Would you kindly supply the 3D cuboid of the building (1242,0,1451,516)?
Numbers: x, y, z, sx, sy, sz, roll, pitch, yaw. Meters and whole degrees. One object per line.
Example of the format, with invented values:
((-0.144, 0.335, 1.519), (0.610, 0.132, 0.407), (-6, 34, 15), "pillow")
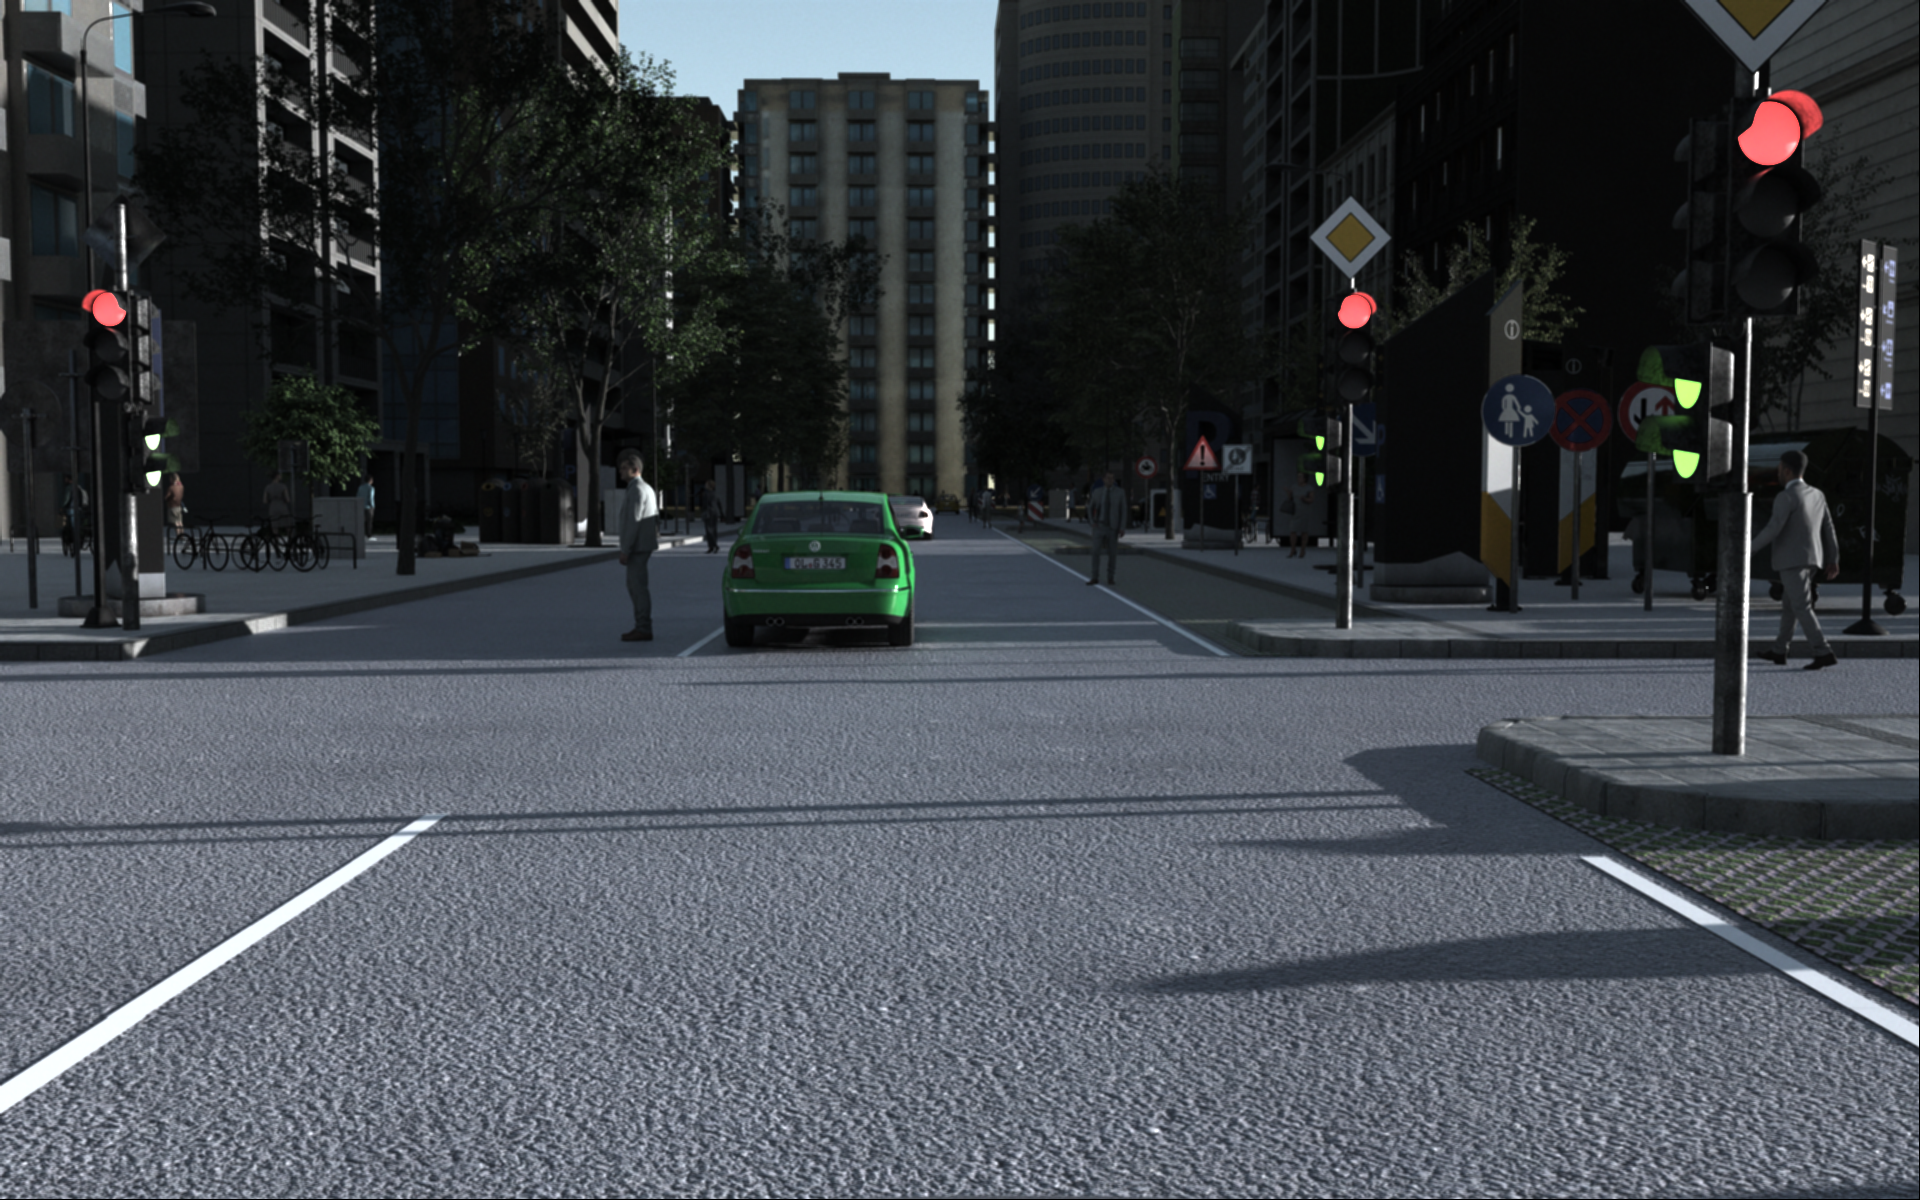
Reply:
((28.371, -40.745, 104.427), (20.563, 71.187, 20.611), (0, 4, -1), "building")

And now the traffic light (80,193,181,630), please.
((-7.808, -1.671, 16.237), (0.839, 4.253, 0.868), (0, 4, -1), "traffic light")

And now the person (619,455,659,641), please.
((-3.150, -0.510, 16.942), (0.391, 1.810, 0.635), (0, 4, -6), "person")

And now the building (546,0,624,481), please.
((-35.237, -30.100, 115.836), (21.300, 48.544, 21.600), (0, 4, -1), "building")

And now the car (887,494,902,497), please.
((-6.101, -9.318, 161.152), (1.959, 1.807, 4.718), (0, 4, 1), "car")

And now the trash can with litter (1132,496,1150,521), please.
((8.776, -4.412, 83.527), (1.055, 1.170, 0.624), (-3, 4, -37), "trash can with litter")

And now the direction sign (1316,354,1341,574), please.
((6.120, -2.191, 27.814), (0.876, 3.537, 0.379), (3, 4, 38), "direction sign")

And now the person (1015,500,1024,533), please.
((2.154, -3.020, 62.900), (0.382, 1.210, 0.505), (0, 4, -4), "person")

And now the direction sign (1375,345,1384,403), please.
((6.754, -2.107, 26.451), (0.876, 3.537, 0.379), (0, 4, -4), "direction sign")

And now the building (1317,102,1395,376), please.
((23.889, -14.303, 83.012), (9.793, 20.994, 18.267), (0, 4, -1), "building")

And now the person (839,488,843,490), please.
((-5.400, -4.281, 79.249), (0.760, 1.731, 0.466), (-2, 4, -25), "person")

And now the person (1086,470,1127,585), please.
((2.314, -1.147, 27.350), (0.635, 1.810, 0.391), (0, 4, 5), "person")

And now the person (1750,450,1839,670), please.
((6.918, -0.339, 14.323), (0.678, 1.792, 0.850), (-2, 4, -28), "person")

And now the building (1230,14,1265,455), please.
((34.099, -26.658, 127.732), (32.217, 40.220, 23.993), (0, 4, -1), "building")

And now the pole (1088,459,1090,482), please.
((6.762, -5.893, 90.195), (0.158, 3.312, 0.155), (0, 3, 0), "pole")

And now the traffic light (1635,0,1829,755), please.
((3.787, -1.195, 8.463), (0.839, 4.253, 0.868), (0, 4, -1), "traffic light")

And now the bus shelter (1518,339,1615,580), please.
((8.948, -2.309, 29.040), (1.731, 3.624, 6.357), (0, 4, -1), "bus shelter")

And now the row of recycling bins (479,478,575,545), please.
((-11.302, -2.327, 45.163), (3.534, 1.692, 1.069), (3, 5, 40), "row of recycling bins")

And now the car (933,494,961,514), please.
((-0.918, -6.907, 123.150), (2.015, 1.641, 3.980), (0, 4, -1), "car")

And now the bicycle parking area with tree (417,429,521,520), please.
((-20.856, -5.642, 79.245), (9.016, 4.147, 8.231), (1, 4, 15), "bicycle parking area with tree")

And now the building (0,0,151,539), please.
((-36.866, -25.965, 44.144), (23.786, 49.044, 30.456), (0, 4, -1), "building")

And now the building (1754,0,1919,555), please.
((31.294, -15.250, 36.732), (23.554, 28.519, 14.401), (0, 4, -1), "building")

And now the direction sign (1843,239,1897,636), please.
((8.308, -1.454, 15.778), (0.876, 3.537, 0.379), (-3, 5, -43), "direction sign")

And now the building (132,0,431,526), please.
((-35.743, -39.065, 76.963), (20.563, 71.187, 20.611), (0, 4, -1), "building")

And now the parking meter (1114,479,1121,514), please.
((6.162, -3.858, 68.791), (0.255, 1.863, 0.399), (-3, 5, -44), "parking meter")

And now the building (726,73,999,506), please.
((-10.973, -35.482, 199.741), (30.456, 49.044, 23.786), (0, 4, -1), "building")

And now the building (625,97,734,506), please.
((-33.339, -33.350, 195.391), (14.200, 45.320, 14.600), (0, 4, -1), "building")

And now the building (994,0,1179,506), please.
((18.374, -40.180, 198.945), (28.212, 58.520, 21.231), (0, 4, -1), "building")

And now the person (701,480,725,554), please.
((-5.968, -2.016, 41.876), (0.534, 1.772, 0.576), (1, 4, 17), "person")

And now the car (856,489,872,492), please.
((-7.753, -8.122, 141.459), (2.281, 1.827, 5.304), (0, 4, -2), "car")

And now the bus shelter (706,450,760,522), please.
((-10.627, -5.366, 81.658), (2.014, 3.302, 5.546), (0, 4, -1), "bus shelter")

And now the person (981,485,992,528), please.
((1.139, -3.897, 72.441), (0.478, 1.798, 0.641), (-1, 4, -17), "person")

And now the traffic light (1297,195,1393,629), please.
((3.651, -1.684, 16.447), (0.839, 4.253, 0.868), (0, 4, -1), "traffic light")

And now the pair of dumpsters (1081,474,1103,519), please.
((7.018, -5.116, 86.143), (1.574, 2.255, 4.437), (0, 4, -1), "pair of dumpsters")

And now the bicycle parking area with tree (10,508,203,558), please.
((-20.057, -2.924, 34.812), (8.231, 4.147, 9.016), (-2, 4, -31), "bicycle parking area with tree")

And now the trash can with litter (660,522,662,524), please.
((-13.375, -3.900, 74.815), (1.678, 1.210, 2.233), (0, 4, 8), "trash can with litter")

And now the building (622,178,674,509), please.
((-31.704, -22.889, 145.935), (14.107, 30.474, 14.160), (0, 4, -1), "building")

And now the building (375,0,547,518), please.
((-31.788, -27.397, 98.054), (14.600, 45.320, 14.200), (0, 4, -1), "building")

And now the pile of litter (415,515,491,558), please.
((-10.383, -1.315, 35.466), (1.719, 0.858, 1.176), (-3, 4, -36), "pile of litter")

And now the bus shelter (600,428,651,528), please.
((-12.785, -4.463, 64.246), (1.731, 3.624, 6.357), (0, 4, -1), "bus shelter")

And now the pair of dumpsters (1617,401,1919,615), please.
((9.322, -1.088, 20.277), (1.574, 2.255, 4.437), (0, 4, -1), "pair of dumpsters")

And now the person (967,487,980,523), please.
((0.725, -4.804, 87.229), (0.709, 1.800, 0.728), (1, 4, 22), "person")

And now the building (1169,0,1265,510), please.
((24.584, -28.315, 146.547), (14.154, 41.232, 14.086), (0, 4, -1), "building")

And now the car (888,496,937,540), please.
((-1.779, -2.614, 55.102), (2.083, 1.381, 4.827), (0, 3, 0), "car")

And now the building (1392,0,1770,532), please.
((24.719, -14.450, 65.933), (12.332, 23.373, 15.834), (0, 4, -1), "building")

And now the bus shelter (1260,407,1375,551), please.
((8.374, -2.798, 39.666), (2.014, 3.302, 5.546), (0, 4, -1), "bus shelter")

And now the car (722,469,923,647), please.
((-1.352, -0.542, 17.665), (1.959, 1.807, 4.718), (0, 4, -1), "car")
